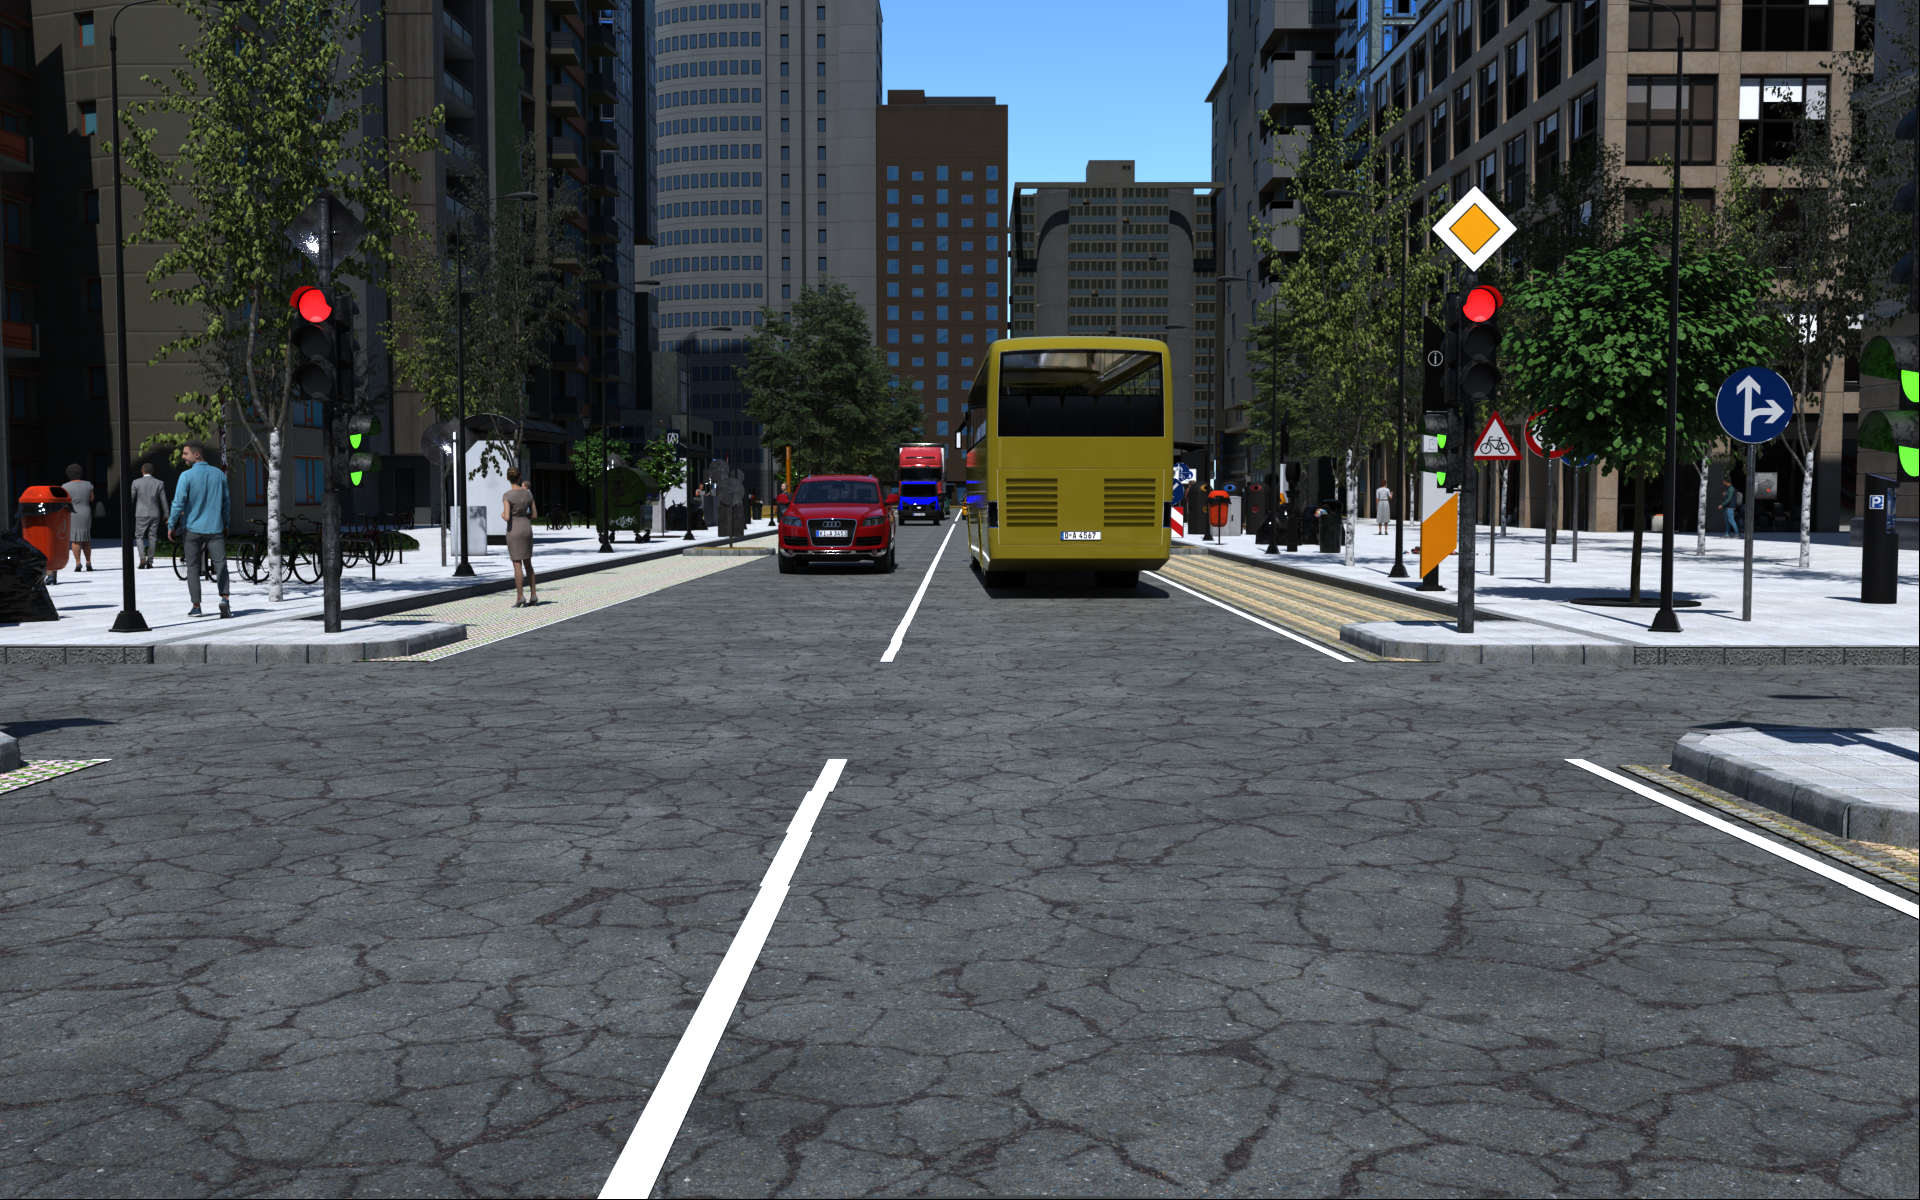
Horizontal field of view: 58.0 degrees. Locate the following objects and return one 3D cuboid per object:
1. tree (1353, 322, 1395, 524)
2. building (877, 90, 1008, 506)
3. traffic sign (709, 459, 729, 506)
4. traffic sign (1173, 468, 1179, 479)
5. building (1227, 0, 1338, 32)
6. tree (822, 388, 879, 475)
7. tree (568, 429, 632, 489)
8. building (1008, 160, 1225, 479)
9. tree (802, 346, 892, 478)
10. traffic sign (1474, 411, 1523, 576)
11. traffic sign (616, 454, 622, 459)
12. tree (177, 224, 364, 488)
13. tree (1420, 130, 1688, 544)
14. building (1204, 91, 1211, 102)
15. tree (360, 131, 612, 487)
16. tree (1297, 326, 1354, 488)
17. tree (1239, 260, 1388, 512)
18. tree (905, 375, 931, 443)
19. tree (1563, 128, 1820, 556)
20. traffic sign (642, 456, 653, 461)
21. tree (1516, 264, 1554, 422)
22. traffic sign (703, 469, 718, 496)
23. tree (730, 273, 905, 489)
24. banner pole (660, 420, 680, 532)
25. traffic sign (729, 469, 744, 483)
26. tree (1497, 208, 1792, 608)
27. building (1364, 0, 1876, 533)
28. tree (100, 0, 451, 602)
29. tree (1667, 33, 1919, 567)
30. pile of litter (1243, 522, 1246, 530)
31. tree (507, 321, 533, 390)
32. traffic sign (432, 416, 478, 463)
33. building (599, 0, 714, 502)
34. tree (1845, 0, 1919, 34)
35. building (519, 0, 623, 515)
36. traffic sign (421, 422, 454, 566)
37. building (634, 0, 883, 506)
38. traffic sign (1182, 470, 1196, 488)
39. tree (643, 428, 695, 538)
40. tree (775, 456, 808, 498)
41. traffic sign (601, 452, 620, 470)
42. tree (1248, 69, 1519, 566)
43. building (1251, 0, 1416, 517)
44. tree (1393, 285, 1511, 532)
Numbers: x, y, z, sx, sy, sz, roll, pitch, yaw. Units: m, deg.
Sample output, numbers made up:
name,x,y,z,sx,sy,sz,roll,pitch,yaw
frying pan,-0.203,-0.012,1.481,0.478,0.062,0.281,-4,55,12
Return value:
name,x,y,z,sx,sy,sz,roll,pitch,yaw
tree,17.754,-7.170,67.586,4.360,8.622,3.978,0,3,0
building,-1.875,-33.348,195.343,14.200,45.320,14.600,0,4,0
traffic sign,-8.819,-3.870,63.380,0.768,2.556,0.104,0,4,1
traffic sign,8.048,-3.914,66.129,0.606,2.300,0.079,1,4,10
building,36.589,-33.598,138.566,28.713,52.752,27.495,0,4,0
tree,-7.471,-9.830,111.084,4.737,8.622,4.395,0,3,0
tree,-18.037,-6.315,86.959,4.285,4.588,4.351,0,3,0
building,17.675,-31.333,204.182,23.993,40.220,32.217,0,4,0
tree,-8.392,-12.871,128.574,7.486,12.596,7.792,0,3,0
traffic sign,8.376,-1.663,27.197,0.884,2.594,0.081,0,4,2
traffic sign,-11.274,-3.497,56.909,0.795,2.593,0.064,0,4,3
tree,-18.047,-5.808,45.329,4.360,8.622,3.978,0,3,0
tree,15.483,-6.707,44.068,7.601,10.594,8.767,0,4,-3
building,43.921,-37.438,201.355,27.495,52.752,28.713,0,4,0
tree,-9.156,-5.147,34.510,4.360,8.622,3.978,0,3,0
tree,16.477,-7.499,72.979,4.360,8.622,3.978,0,3,0
tree,17.243,-10.172,84.446,7.486,12.596,7.792,0,3,0
tree,-7.380,-15.560,161.060,9.857,13.997,8.962,0,3,0
tree,15.521,-5.235,35.957,4.737,8.622,4.395,0,3,0
traffic sign,-10.436,-3.546,58.080,0.768,2.556,0.104,0,4,2
tree,16.301,-6.222,52.098,4.737,8.622,4.395,0,3,0
traffic sign,-10.294,-4.242,71.489,0.606,2.300,0.079,0,4,1
tree,-8.652,-11.936,101.805,9.857,13.997,8.962,0,3,0
banner pole,-9.898,-4.212,58.875,0.863,3.779,0.401,-2,4,-24
traffic sign,-11.330,-5.374,87.963,0.768,2.556,0.104,0,4,2
tree,7.803,-2.224,20.077,4.285,4.588,4.351,0,3,0
building,30.903,-16.476,73.892,19.350,26.468,34.151,0,4,0
tree,-8.211,-4.298,20.639,4.737,8.622,4.395,0,3,0
tree,14.802,-4.891,30.324,4.360,8.622,3.978,0,3,0
pile of litter,10.701,-2.964,62.423,1.719,0.858,1.176,-1,4,-17
tree,-15.051,-6.156,51.009,4.737,8.622,4.395,0,3,0
traffic sign,-8.559,-1.812,29.358,0.795,2.593,0.064,0,4,4
building,-37.519,-50.655,140.873,31.000,86.520,22.319,0,4,0
tree,13.534,-4.463,23.327,4.360,8.622,3.978,0,3,0
building,-33.352,-27.613,106.101,22.147,44.769,28.867,0,4,0
traffic sign,-9.148,-1.867,30.631,0.768,2.556,0.104,0,4,1
building,-23.058,-40.205,199.348,28.212,58.520,21.231,0,4,0
traffic sign,9.346,-4.203,70.844,0.606,2.300,0.079,0,4,3
tree,-8.613,-3.447,50.964,1.663,3.219,1.824,0,3,0
tree,-8.427,-5.571,85.680,1.663,3.219,1.824,0,3,0
traffic sign,-10.764,-3.300,53.688,0.795,2.593,0.064,0,4,8
tree,6.965,-4.894,30.386,4.737,8.622,4.395,0,3,0
building,32.286,-48.666,108.365,22.319,86.520,31.000,0,4,0
tree,16.985,-6.637,58.878,4.360,8.622,3.978,0,3,0
